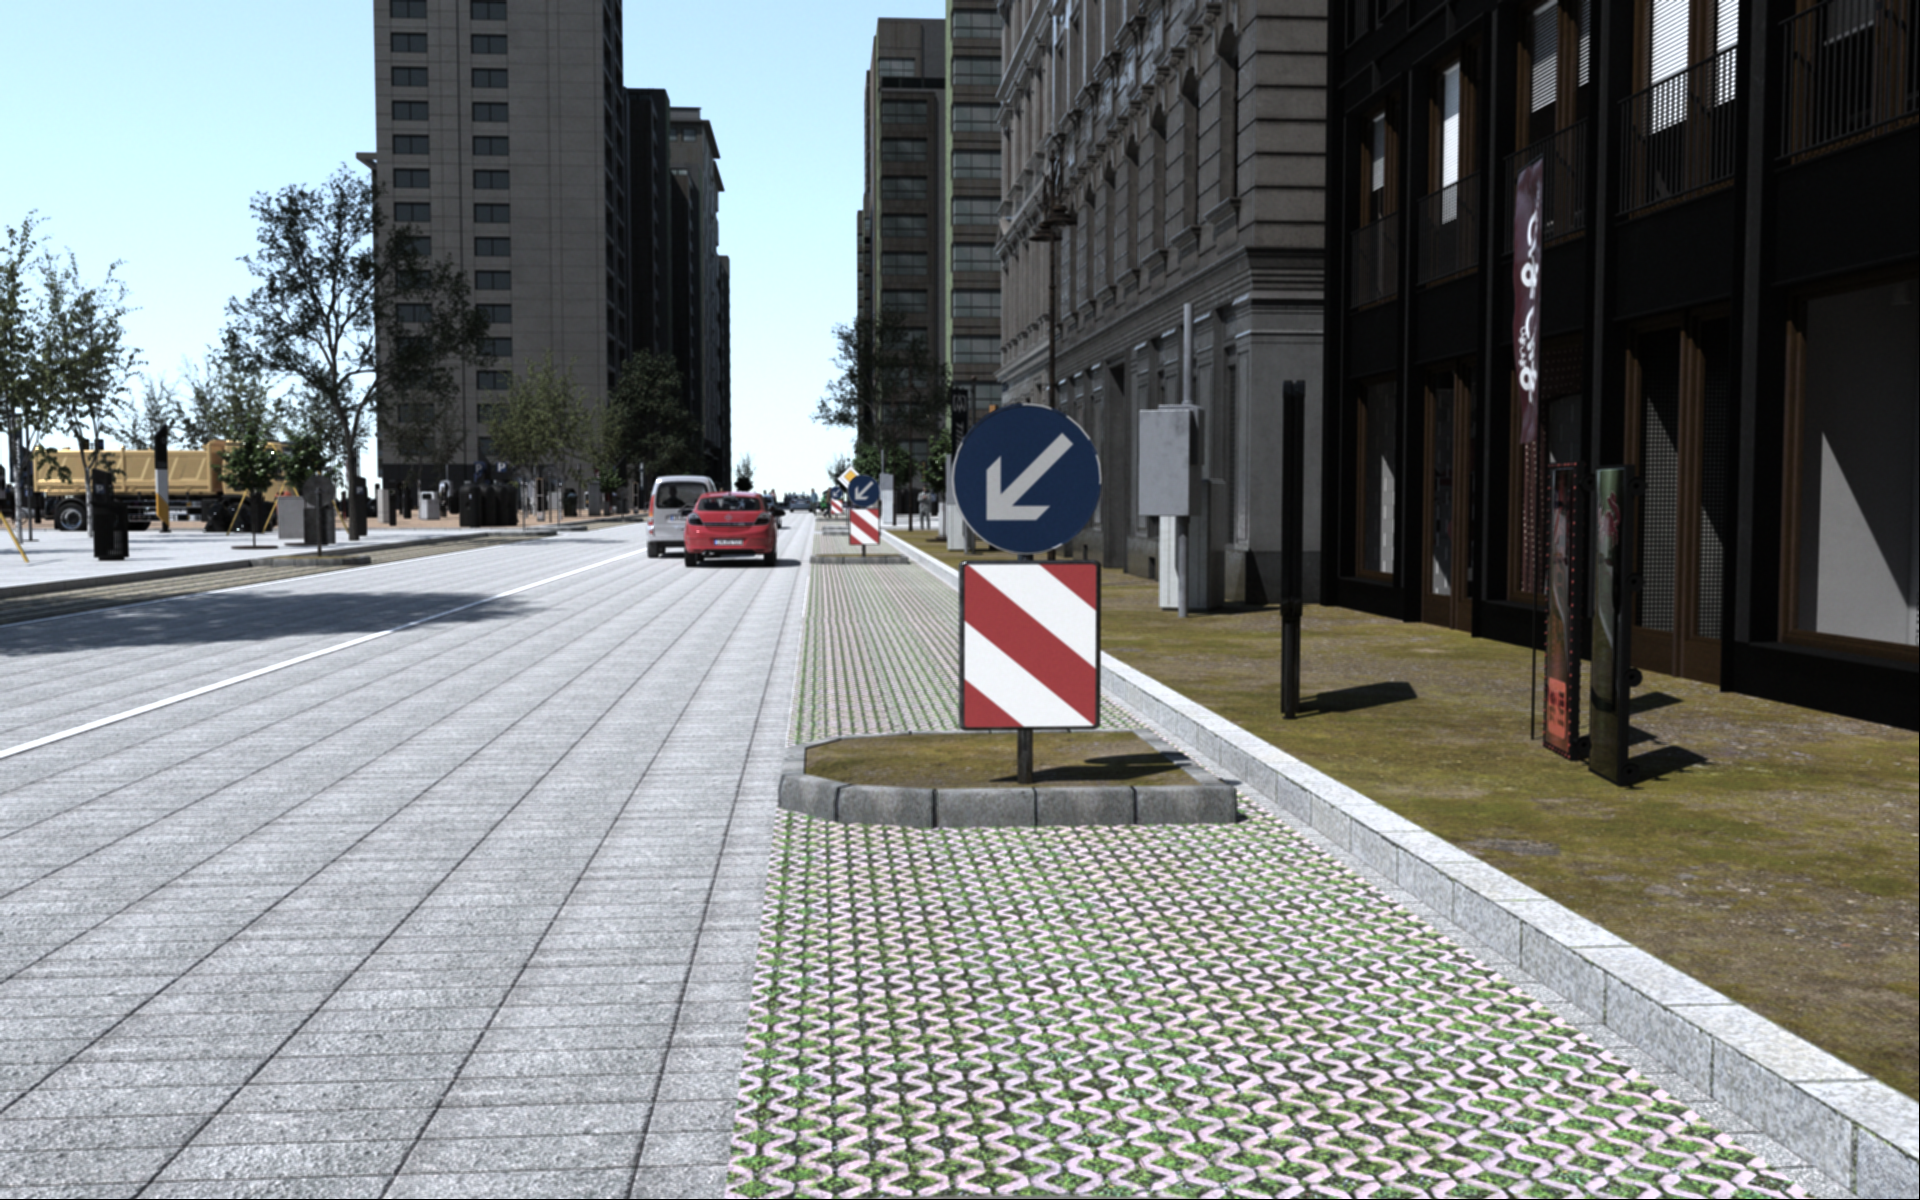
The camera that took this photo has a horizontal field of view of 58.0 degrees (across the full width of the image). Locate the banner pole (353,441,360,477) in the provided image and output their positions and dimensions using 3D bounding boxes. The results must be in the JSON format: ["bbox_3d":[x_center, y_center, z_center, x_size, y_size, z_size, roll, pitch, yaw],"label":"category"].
[{"bbox_3d":[-28.493,-5.619,81.880,0.401,3.779,0.863,0,4,4],"label":"banner pole"}]

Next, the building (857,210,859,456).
[{"bbox_3d":[-7.937,-34.736,251.521,14.154,41.232,14.086,0,4,-5],"label":"building"}]

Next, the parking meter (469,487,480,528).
[{"bbox_3d":[-18.630,-3.552,66.494,0.372,1.533,0.369,0,3,0],"label":"parking meter"}]

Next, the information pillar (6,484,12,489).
[{"bbox_3d":[-68.643,-7.375,125.077,0.304,2.012,0.304,0,4,-6],"label":"information pillar"}]

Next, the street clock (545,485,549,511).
[{"bbox_3d":[-32.110,-7.943,134.445,0.358,2.002,0.471,2,4,30],"label":"street clock"}]

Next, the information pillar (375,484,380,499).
[{"bbox_3d":[-40.831,-7.153,121.436,0.304,2.012,0.304,-1,4,-11],"label":"information pillar"}]

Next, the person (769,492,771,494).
[{"bbox_3d":[-27.748,-14.947,253.019,1.348,1.807,0.705,0,4,7],"label":"person"}]

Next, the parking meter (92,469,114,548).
[{"bbox_3d":[-19.793,-2.099,40.026,0.399,1.863,0.255,0,4,-1],"label":"parking meter"}]

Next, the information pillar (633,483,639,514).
[{"bbox_3d":[-20.910,-6.562,111.772,0.304,2.012,0.304,0,4,-7],"label":"information pillar"}]

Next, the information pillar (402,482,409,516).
[{"bbox_3d":[-32.957,-6.029,103.061,0.304,2.012,0.304,-3,5,-42],"label":"information pillar"}]

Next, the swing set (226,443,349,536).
[{"bbox_3d":[-21.311,-3.500,54.840,2.862,2.851,3.119,0,4,-1],"label":"swing set"}]

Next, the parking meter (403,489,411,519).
[{"bbox_3d":[-28.991,-5.041,90.837,0.372,1.533,0.369,0,3,0],"label":"parking meter"}]

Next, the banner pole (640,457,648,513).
[{"bbox_3d":[-21.598,-7.827,117.994,0.401,3.779,0.863,-3,5,-40],"label":"banner pole"}]

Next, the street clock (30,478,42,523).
[{"bbox_3d":[-40.290,-4.345,75.618,0.358,2.002,0.471,3,4,39],"label":"street clock"}]

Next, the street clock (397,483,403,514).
[{"bbox_3d":[-35.174,-6.384,108.948,0.471,2.002,0.358,-1,4,-15],"label":"street clock"}]

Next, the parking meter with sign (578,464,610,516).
[{"bbox_3d":[-21.127,-6.349,100.070,1.738,3.016,0.543,-1,4,-16],"label":"parking meter with sign"}]

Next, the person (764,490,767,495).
[{"bbox_3d":[-18.997,-9.781,168.425,0.705,1.824,1.348,-2,4,-26],"label":"person"}]

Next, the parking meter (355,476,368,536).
[{"bbox_3d":[-18.401,-2.904,53.186,0.399,1.863,0.255,-1,4,-14],"label":"parking meter"}]

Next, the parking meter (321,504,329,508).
[{"bbox_3d":[-32.355,-4.880,88.197,0.372,1.533,0.369,0,3,0],"label":"parking meter"}]

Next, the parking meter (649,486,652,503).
[{"bbox_3d":[-22.403,-7.323,125.441,0.255,1.863,0.399,-1,4,-9],"label":"parking meter"}]

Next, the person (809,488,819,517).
[{"bbox_3d":[-9.174,-6.119,108.889,0.444,1.785,0.601,-3,5,-44],"label":"person"}]

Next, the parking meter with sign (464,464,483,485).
[{"bbox_3d":[-28.197,-6.335,99.842,1.738,3.016,0.543,3,5,43],"label":"parking meter with sign"}]

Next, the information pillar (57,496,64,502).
[{"bbox_3d":[-55.099,-6.214,106.082,0.304,2.012,0.304,-1,4,-13],"label":"information pillar"}]

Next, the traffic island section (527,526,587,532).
[{"bbox_3d":[-15.695,-2.776,67.661,2.009,0.180,2.903,0,4,-5],"label":"traffic island section"}]

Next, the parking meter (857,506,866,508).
[{"bbox_3d":[-7.054,-7.363,126.102,0.255,1.863,0.399,-3,5,-43],"label":"parking meter"}]

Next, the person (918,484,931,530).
[{"bbox_3d":[-1.353,-3.489,65.724,0.511,1.800,0.466,0,3,0],"label":"person"}]

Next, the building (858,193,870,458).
[{"bbox_3d":[-6.263,-33.881,237.551,14.154,41.232,14.086,0,4,-5],"label":"building"}]

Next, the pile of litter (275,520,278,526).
[{"bbox_3d":[-28.729,-3.737,75.068,1.719,0.858,1.176,-2,4,-28],"label":"pile of litter"}]

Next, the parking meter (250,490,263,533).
[{"bbox_3d":[-23.013,-3.115,56.645,0.255,1.863,0.399,0,4,4],"label":"parking meter"}]

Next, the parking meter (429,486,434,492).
[{"bbox_3d":[-35.977,-6.862,117.910,0.255,1.863,0.399,-1,4,-11],"label":"parking meter"}]

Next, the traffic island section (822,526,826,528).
[{"bbox_3d":[-4.441,-2.831,68.568,2.009,0.180,2.903,0,4,-5],"label":"traffic island section"}]

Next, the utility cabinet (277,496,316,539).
[{"bbox_3d":[-19.069,-2.364,49.818,1.020,1.237,0.306,-2,4,-25],"label":"utility cabinet"}]

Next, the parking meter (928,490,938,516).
[{"bbox_3d":[-1.499,-5.676,101.219,0.372,1.533,0.369,0,3,0],"label":"parking meter"}]

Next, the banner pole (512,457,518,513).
[{"bbox_3d":[-29.624,-7.666,115.349,0.401,3.779,0.863,1,4,16],"label":"banner pole"}]

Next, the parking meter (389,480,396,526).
[{"bbox_3d":[-23.012,-3.946,70.229,0.255,1.863,0.399,-1,4,-17],"label":"parking meter"}]

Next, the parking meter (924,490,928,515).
[{"bbox_3d":[-2.035,-5.854,104.125,0.372,1.533,0.369,0,3,0],"label":"parking meter"}]

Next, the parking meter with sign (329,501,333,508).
[{"bbox_3d":[-40.069,-6.941,109.749,0.543,3.016,1.738,0,4,-6],"label":"parking meter with sign"}]

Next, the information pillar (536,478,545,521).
[{"bbox_3d":[-19.774,-4.721,81.680,0.304,2.012,0.304,0,4,5],"label":"information pillar"}]

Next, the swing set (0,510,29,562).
[{"bbox_3d":[-18.492,-2.022,30.688,2.862,2.851,3.119,-1,4,-16],"label":"swing set"}]

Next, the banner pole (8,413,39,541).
[{"bbox_3d":[-25.578,-3.498,47.205,0.863,3.779,0.401,1,4,15],"label":"banner pole"}]

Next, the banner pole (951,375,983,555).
[{"bbox_3d":[0.114,-2.842,36.481,0.863,3.779,0.401,-3,5,-41],"label":"banner pole"}]

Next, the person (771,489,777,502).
[{"bbox_3d":[-13.809,-7.325,128.275,0.388,1.821,0.555,2,4,31],"label":"person"}]

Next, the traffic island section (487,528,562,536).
[{"bbox_3d":[-15.048,-2.289,59.702,2.009,0.180,2.903,0,4,-5],"label":"traffic island section"}]

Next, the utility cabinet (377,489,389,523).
[{"bbox_3d":[-25.424,-4.143,76.413,0.318,1.500,1.173,-2,4,-30],"label":"utility cabinet"}]

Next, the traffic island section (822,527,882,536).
[{"bbox_3d":[-3.793,-2.344,60.609,2.009,0.180,2.903,0,4,-5],"label":"traffic island section"}]

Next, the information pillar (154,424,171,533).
[{"bbox_3d":[-26.579,-4.057,57.688,0.183,3.616,0.504,1,4,18],"label":"information pillar"}]

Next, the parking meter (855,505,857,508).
[{"bbox_3d":[-7.510,-7.422,127.052,0.255,1.863,0.399,-2,4,-24],"label":"parking meter"}]

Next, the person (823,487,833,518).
[{"bbox_3d":[-7.876,-5.831,103.746,0.656,1.842,0.836,3,5,39],"label":"person"}]

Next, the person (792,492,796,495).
[{"bbox_3d":[-25.799,-15.984,269.865,1.348,1.821,0.705,-2,4,-29],"label":"person"}]

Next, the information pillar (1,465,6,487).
[{"bbox_3d":[-72.860,-8.590,131.807,0.504,3.616,0.183,1,4,16],"label":"information pillar"}]

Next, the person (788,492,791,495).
[{"bbox_3d":[-22.907,-13.669,232.899,0.541,1.710,0.530,1,4,11],"label":"person"}]

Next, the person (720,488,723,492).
[{"bbox_3d":[-13.561,-5.466,98.219,0.624,1.780,0.694,-1,4,-22],"label":"person"}]

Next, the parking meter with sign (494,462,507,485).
[{"bbox_3d":[-25.304,-6.047,95.128,0.543,3.016,1.738,-2,4,-24],"label":"parking meter with sign"}]

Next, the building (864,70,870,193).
[{"bbox_3d":[-7.784,-52.226,292.138,20.563,71.187,20.611,0,4,-5],"label":"building"}]

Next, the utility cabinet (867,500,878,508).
[{"bbox_3d":[-4.533,-4.995,90.345,0.318,1.500,1.173,-1,4,-17],"label":"utility cabinet"}]
